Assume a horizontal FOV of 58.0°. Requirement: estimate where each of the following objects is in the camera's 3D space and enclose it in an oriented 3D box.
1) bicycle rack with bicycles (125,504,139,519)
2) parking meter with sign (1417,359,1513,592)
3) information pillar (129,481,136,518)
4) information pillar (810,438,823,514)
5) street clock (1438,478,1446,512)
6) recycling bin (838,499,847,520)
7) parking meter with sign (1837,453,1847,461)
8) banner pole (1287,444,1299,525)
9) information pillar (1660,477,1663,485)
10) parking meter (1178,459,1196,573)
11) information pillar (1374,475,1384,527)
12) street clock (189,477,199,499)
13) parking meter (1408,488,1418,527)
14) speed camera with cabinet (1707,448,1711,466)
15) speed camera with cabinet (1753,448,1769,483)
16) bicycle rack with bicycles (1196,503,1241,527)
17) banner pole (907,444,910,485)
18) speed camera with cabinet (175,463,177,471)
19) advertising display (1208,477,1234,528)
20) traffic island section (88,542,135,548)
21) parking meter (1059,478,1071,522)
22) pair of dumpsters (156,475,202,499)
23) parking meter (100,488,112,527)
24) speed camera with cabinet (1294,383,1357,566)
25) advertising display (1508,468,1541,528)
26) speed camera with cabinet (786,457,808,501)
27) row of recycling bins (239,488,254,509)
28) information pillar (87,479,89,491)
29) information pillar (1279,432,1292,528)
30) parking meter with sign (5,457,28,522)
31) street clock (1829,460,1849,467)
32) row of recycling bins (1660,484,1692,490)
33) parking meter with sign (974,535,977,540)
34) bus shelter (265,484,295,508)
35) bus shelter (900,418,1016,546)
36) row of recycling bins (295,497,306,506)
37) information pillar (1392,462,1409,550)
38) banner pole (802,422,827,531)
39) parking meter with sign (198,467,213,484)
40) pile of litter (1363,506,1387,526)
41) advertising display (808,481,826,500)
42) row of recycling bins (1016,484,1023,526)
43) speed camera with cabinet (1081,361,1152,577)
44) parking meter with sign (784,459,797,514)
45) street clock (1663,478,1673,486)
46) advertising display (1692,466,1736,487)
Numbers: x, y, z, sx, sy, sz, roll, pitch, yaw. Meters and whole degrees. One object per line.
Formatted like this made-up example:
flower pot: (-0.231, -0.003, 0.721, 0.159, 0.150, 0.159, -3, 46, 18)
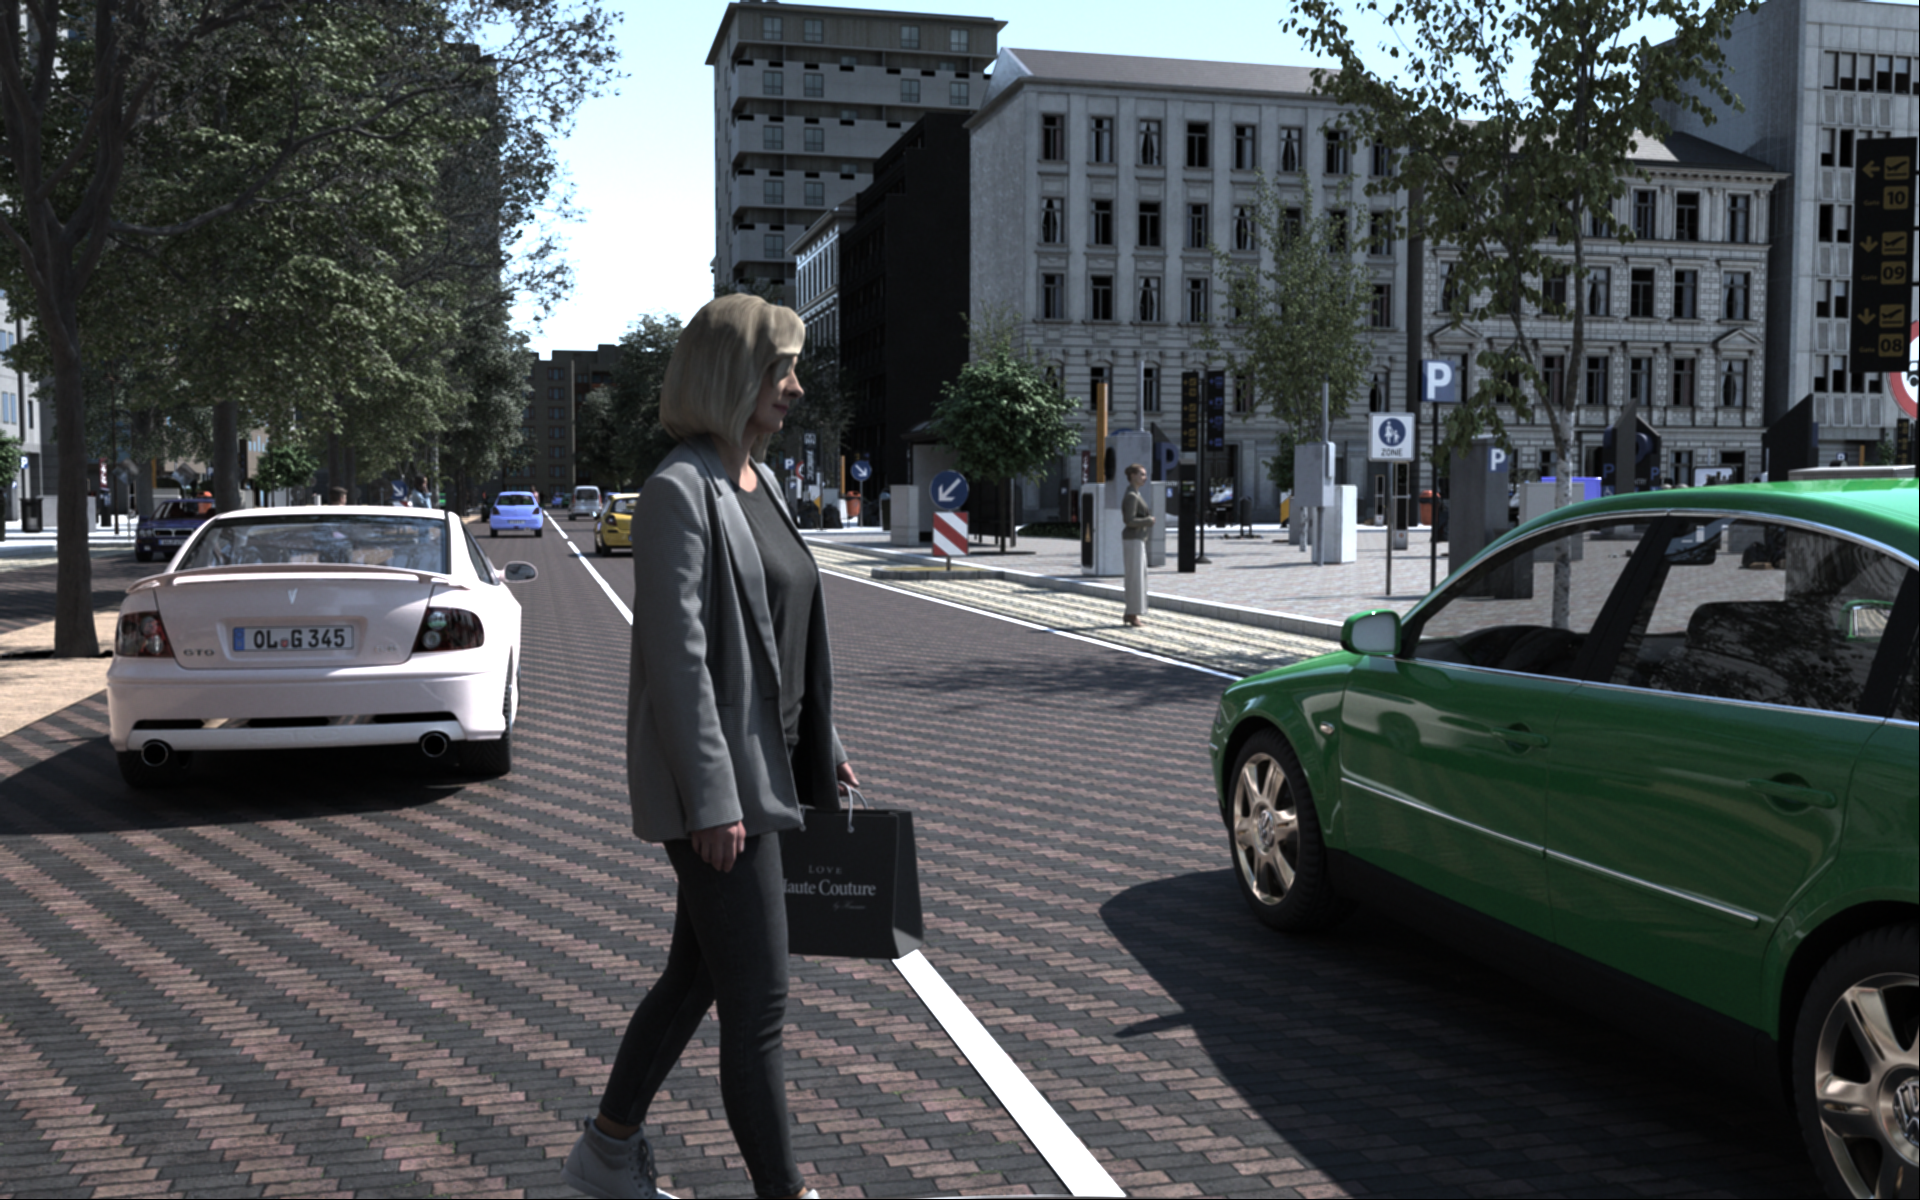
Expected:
bicycle rack with bicycles: (-40.760, -4.606, 88.696, 2.925, 0.926, 2.852, 1, 4, 11)
parking meter with sign: (6.532, -1.564, 21.828, 0.543, 3.016, 1.738, -2, 4, -24)
information pillar: (-43.961, -5.348, 91.925, 0.304, 2.012, 0.304, -2, 4, -34)
information pillar: (-5.526, -4.598, 66.534, 0.504, 3.616, 0.183, 0, 4, -5)
street clock: (19.940, -4.105, 71.683, 0.358, 2.002, 0.471, 2, 4, 28)
recycling bin: (-6.013, -4.439, 85.134, 0.722, 1.027, 0.722, 2, 4, 29)
parking meter with sign: (38.058, -4.718, 73.394, 1.738, 3.016, 0.543, -1, 4, -12)
banner pole: (13.899, -5.019, 72.084, 0.401, 3.779, 0.863, 3, 5, 41)
information pillar: (30.177, -4.312, 74.999, 0.304, 2.012, 0.304, -2, 4, -32)
parking meter: (3.718, -1.386, 28.365, 0.255, 1.863, 0.399, 0, 4, 1)
information pillar: (16.454, -3.883, 67.977, 0.304, 2.012, 0.304, 0, 4, 1)
street clock: (-32.297, -4.188, 73.047, 0.358, 2.002, 0.471, -2, 4, -27)
parking meter: (17.668, -3.615, 67.518, 0.372, 1.533, 0.369, 0, 3, 0)
speed camera with cabinet: (32.244, -4.835, 73.389, 0.660, 3.252, 2.038, 0, 4, -5)
speed camera with cabinet: (34.569, -4.963, 75.477, 0.660, 3.252, 2.038, 0, 4, -7)
bicycle rack with bicycles: (9.410, -3.416, 69.232, 2.925, 0.926, 2.852, 2, 4, 34)
banner pole: (-2.455, -5.828, 85.304, 0.401, 3.779, 0.863, 0, 4, 3)
speed camera with cabinet: (-43.448, -6.114, 94.294, 2.038, 3.252, 0.660, -1, 4, -9)
advertising display: (9.854, -3.683, 65.428, 0.974, 1.923, 0.123, -1, 4, -11)
traffic island section: (-22.624, -1.520, 47.128, 2.009, 0.180, 2.903, -1, 4, -14)
parking meter: (3.815, -3.507, 63.056, 0.399, 1.863, 0.255, 2, 4, 24)
pair of dumpsters: (-34.210, -4.462, 75.442, 1.574, 2.255, 4.437, -1, 4, -14)
parking meter: (-33.320, -3.617, 67.547, 0.372, 1.533, 0.369, 0, 3, 0)
speed camera with cabinet: (6.657, -2.274, 31.516, 0.660, 3.252, 2.038, 2, 4, 29)
advertising display: (14.072, -2.331, 43.329, 0.974, 1.923, 0.123, -1, 4, -16)
speed camera with cabinet: (-8.192, -5.947, 91.567, 2.038, 3.252, 0.660, 2, 4, 23)
row of recycling bins: (-48.510, -6.561, 114.383, 3.534, 1.692, 1.069, -1, 4, -12)
information pillar: (-43.670, -5.017, 86.514, 0.304, 2.012, 0.304, -3, 4, -37)
information pillar: (12.340, -4.528, 65.382, 0.504, 3.616, 0.183, 1, 4, 16)
parking meter with sign: (-44.384, -5.167, 80.740, 1.738, 3.016, 0.543, 0, 4, 8)
street clock: (18.615, -1.967, 36.729, 0.471, 2.002, 0.358, -3, 5, -40)
row of recycling bins: (29.037, -3.891, 70.731, 1.069, 1.692, 3.534, -1, 4, -23)
parking meter with sign: (-0.377, -3.186, 48.345, 1.738, 3.016, 0.543, -1, 4, -9)
bus shelter: (-38.599, -6.434, 99.125, 2.014, 3.302, 5.546, -1, 4, -14)
bus shelter: (0.019, -3.092, 44.477, 2.014, 3.302, 5.546, -1, 4, -14)
row of recycling bins: (-46.879, -7.043, 122.266, 1.069, 1.692, 3.534, -1, 4, -15)
information pillar: (10.109, -2.158, 39.770, 0.304, 2.012, 0.304, 0, 4, 1)
banner pole: (-5.031, -4.279, 59.985, 0.863, 3.779, 0.401, -1, 4, -18)
parking meter with sign: (-48.886, -7.076, 111.945, 0.543, 3.016, 1.738, 1, 4, 12)
pile of litter: (16.869, -3.451, 70.392, 1.719, 0.858, 1.176, -3, 5, -41)
advertising display: (-7.193, -5.015, 87.214, 0.974, 1.923, 0.123, 1, 4, 18)
row of recycling bins: (1.177, -3.879, 70.536, 3.534, 1.692, 1.069, 3, 5, 45)
speed camera with cabinet: (2.367, -1.966, 26.484, 0.660, 3.252, 2.038, -1, 4, -10)
parking meter with sign: (-8.188, -5.379, 84.204, 0.543, 3.016, 1.738, -1, 4, -13)
street clock: (32.165, -4.533, 78.684, 0.358, 2.002, 0.471, 0, 4, -7)
advertising display: (17.434, -2.132, 40.075, 0.123, 1.923, 0.974, -3, 5, -41)
